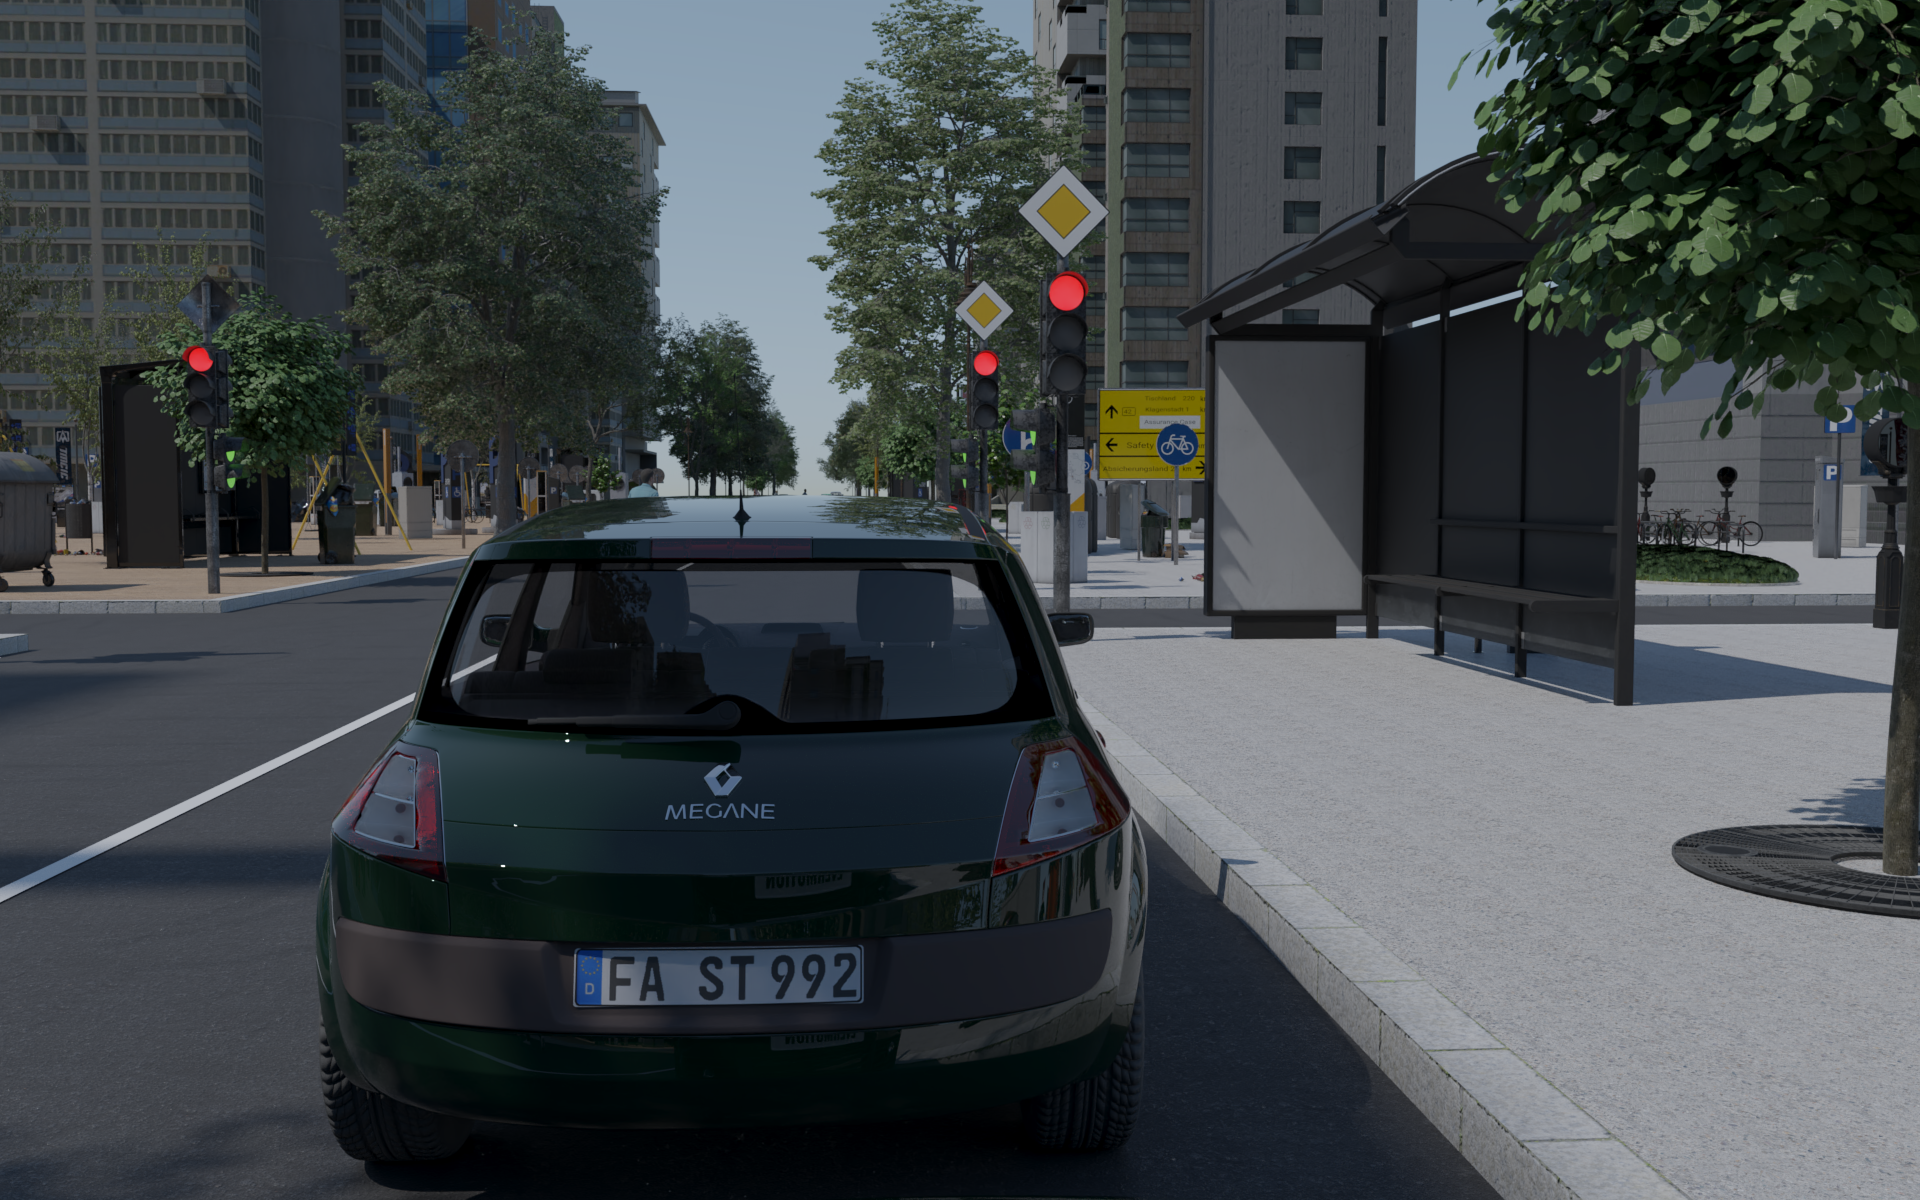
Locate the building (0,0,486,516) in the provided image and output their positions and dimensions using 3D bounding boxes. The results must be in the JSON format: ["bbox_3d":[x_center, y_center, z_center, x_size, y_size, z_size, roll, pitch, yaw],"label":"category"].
[{"bbox_3d":[-46.514,-25.362,106.553,32.217,40.220,23.993,0,4,-4],"label":"building"}]

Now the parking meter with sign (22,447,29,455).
[{"bbox_3d":[-34.793,-4.124,63.696,0.543,3.016,1.738,-1,4,-10],"label":"parking meter with sign"}]

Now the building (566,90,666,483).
[{"bbox_3d":[-54.401,-39.191,230.015,28.713,52.752,27.495,0,4,-4],"label":"building"}]

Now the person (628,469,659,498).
[{"bbox_3d":[-4.913,-1.106,26.597,0.660,1.820,0.620,1,4,22],"label":"person"}]

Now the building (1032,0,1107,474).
[{"bbox_3d":[20.932,-34.105,146.851,28.713,52.752,27.495,0,4,-4],"label":"building"}]

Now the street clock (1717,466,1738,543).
[{"bbox_3d":[20.043,-2.490,45.288,0.471,2.002,0.358,2,4,34],"label":"street clock"}]

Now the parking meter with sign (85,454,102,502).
[{"bbox_3d":[-37.931,-4.907,76.487,0.543,3.016,1.738,0,4,-4],"label":"parking meter with sign"}]

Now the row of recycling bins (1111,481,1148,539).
[{"bbox_3d":[4.826,-2.673,50.822,1.069,1.692,3.534,0,4,-2],"label":"row of recycling bins"}]

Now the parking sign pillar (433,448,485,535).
[{"bbox_3d":[-15.989,-4.045,54.615,1.447,3.967,1.447,-2,4,-28],"label":"parking sign pillar"}]

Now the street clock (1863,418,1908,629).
[{"bbox_3d":[8.859,-0.728,16.477,0.471,2.002,0.358,0,4,-6],"label":"street clock"}]

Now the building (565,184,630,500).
[{"bbox_3d":[-53.077,-31.311,203.820,32.217,40.220,23.993,0,4,-4],"label":"building"}]

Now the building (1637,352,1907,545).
[{"bbox_3d":[35.150,-31.093,50.364,28.212,58.520,21.231,0,4,-4],"label":"building"}]

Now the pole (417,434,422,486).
[{"bbox_3d":[-18.470,-3.999,59.224,0.158,3.312,0.155,0,3,0],"label":"pole"}]

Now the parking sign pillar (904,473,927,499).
[{"bbox_3d":[-1.832,-5.094,71.754,1.447,3.967,1.447,2,4,26],"label":"parking sign pillar"}]

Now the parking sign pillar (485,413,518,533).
[{"bbox_3d":[-15.059,-4.199,57.120,1.447,3.967,1.447,-3,4,-37],"label":"parking sign pillar"}]

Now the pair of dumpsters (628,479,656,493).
[{"bbox_3d":[-17.088,-5.488,92.226,1.574,2.255,4.437,0,4,-4],"label":"pair of dumpsters"}]

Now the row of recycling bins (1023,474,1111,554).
[{"bbox_3d":[2.210,-1.823,36.921,1.069,1.692,3.534,1,4,19],"label":"row of recycling bins"}]

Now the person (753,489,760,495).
[{"bbox_3d":[-11.733,-5.538,99.714,0.551,1.740,0.621,2,4,25],"label":"person"}]

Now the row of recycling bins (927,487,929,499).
[{"bbox_3d":[-1.656,-5.394,95.298,1.069,1.692,3.534,1,4,15],"label":"row of recycling bins"}]

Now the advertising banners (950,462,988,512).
[{"bbox_3d":[0.100,-3.634,55.604,2.074,3.025,0.090,-3,5,-42],"label":"advertising banners"}]

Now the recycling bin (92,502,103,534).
[{"bbox_3d":[-27.771,-2.685,56.457,0.722,1.027,0.722,1,4,21],"label":"recycling bin"}]

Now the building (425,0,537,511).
[{"bbox_3d":[-39.298,-29.114,126.130,14.600,45.320,14.200,0,4,-4],"label":"building"}]

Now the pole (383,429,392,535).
[{"bbox_3d":[-17.884,-3.686,54.101,0.158,3.312,0.155,0,3,0],"label":"pole"}]

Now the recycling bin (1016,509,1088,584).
[{"bbox_3d":[1.366,-0.767,25.101,0.722,1.027,0.722,3,5,45],"label":"recycling bin"}]

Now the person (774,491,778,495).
[{"bbox_3d":[-19.562,-10.787,184.956,0.705,1.814,1.350,2,4,27],"label":"person"}]

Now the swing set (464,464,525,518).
[{"bbox_3d":[-24.477,-5.707,90.933,3.119,2.851,2.862,0,4,-4],"label":"swing set"}]

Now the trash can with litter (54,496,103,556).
[{"bbox_3d":[-18.169,-1.553,36.441,2.233,1.210,1.678,0,4,-6],"label":"trash can with litter"}]

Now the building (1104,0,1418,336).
[{"bbox_3d":[14.162,-19.346,88.012,14.160,30.474,14.107,0,4,-4],"label":"building"}]

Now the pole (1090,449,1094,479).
[{"bbox_3d":[6.005,-5.194,78.769,0.158,3.312,0.155,0,3,0],"label":"pole"}]

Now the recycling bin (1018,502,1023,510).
[{"bbox_3d":[2.028,-1.909,43.774,0.722,1.027,0.722,3,5,40],"label":"recycling bin"}]

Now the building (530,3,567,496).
[{"bbox_3d":[-39.981,-27.937,140.358,14.154,41.232,14.086,0,4,-4],"label":"building"}]

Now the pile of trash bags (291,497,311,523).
[{"bbox_3d":[-31.160,-4.245,79.153,3.447,1.369,1.912,1,4,22],"label":"pile of trash bags"}]

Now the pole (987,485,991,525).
[{"bbox_3d":[1.087,-4.401,65.807,0.158,3.312,0.155,0,3,0],"label":"pole"}]

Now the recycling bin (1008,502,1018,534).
[{"bbox_3d":[2.022,-2.666,56.140,0.722,1.027,0.722,2,4,24],"label":"recycling bin"}]

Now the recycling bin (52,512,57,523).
[{"bbox_3d":[-40.495,-3.941,76.982,0.722,1.027,0.722,-3,5,-40],"label":"recycling bin"}]

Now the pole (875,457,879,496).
[{"bbox_3d":[-4.599,-6.235,95.781,0.158,3.312,0.155,0,3,0],"label":"pole"}]

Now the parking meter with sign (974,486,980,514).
[{"bbox_3d":[0.627,-5.574,87.403,0.543,3.016,1.738,0,4,-1],"label":"parking meter with sign"}]

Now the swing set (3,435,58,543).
[{"bbox_3d":[-25.365,-2.852,44.243,2.862,2.851,3.119,0,4,3],"label":"swing set"}]

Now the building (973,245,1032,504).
[{"bbox_3d":[14.550,-33.897,246.101,32.217,40.220,23.993,0,4,-4],"label":"building"}]

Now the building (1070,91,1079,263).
[{"bbox_3d":[14.805,-21.676,126.099,14.160,30.474,14.107,0,4,-4],"label":"building"}]

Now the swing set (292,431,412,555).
[{"bbox_3d":[-13.985,-2.463,37.894,2.862,2.851,3.119,0,4,4],"label":"swing set"}]

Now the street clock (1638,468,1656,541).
[{"bbox_3d":[18.740,-2.615,47.320,0.471,2.002,0.358,-2,4,-29],"label":"street clock"}]

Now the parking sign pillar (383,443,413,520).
[{"bbox_3d":[-26.796,-5.759,82.627,1.447,3.967,1.447,-1,4,-20],"label":"parking sign pillar"}]

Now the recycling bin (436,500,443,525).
[{"bbox_3d":[-21.057,-3.591,71.262,0.722,1.027,0.722,1,4,11],"label":"recycling bin"}]

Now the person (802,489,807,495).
[{"bbox_3d":[-11.426,-7.317,128.118,0.705,1.826,1.348,-3,5,-41],"label":"person"}]

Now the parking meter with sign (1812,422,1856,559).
[{"bbox_3d":[17.478,-2.356,34.781,0.543,3.016,1.738,1,4,17],"label":"parking meter with sign"}]

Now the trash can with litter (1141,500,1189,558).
[{"bbox_3d":[4.127,-1.439,34.912,1.055,1.170,0.624,3,5,39],"label":"trash can with litter"}]

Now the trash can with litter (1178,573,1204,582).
[{"bbox_3d":[4.026,-0.890,25.614,1.678,1.210,2.233,0,4,-7],"label":"trash can with litter"}]
